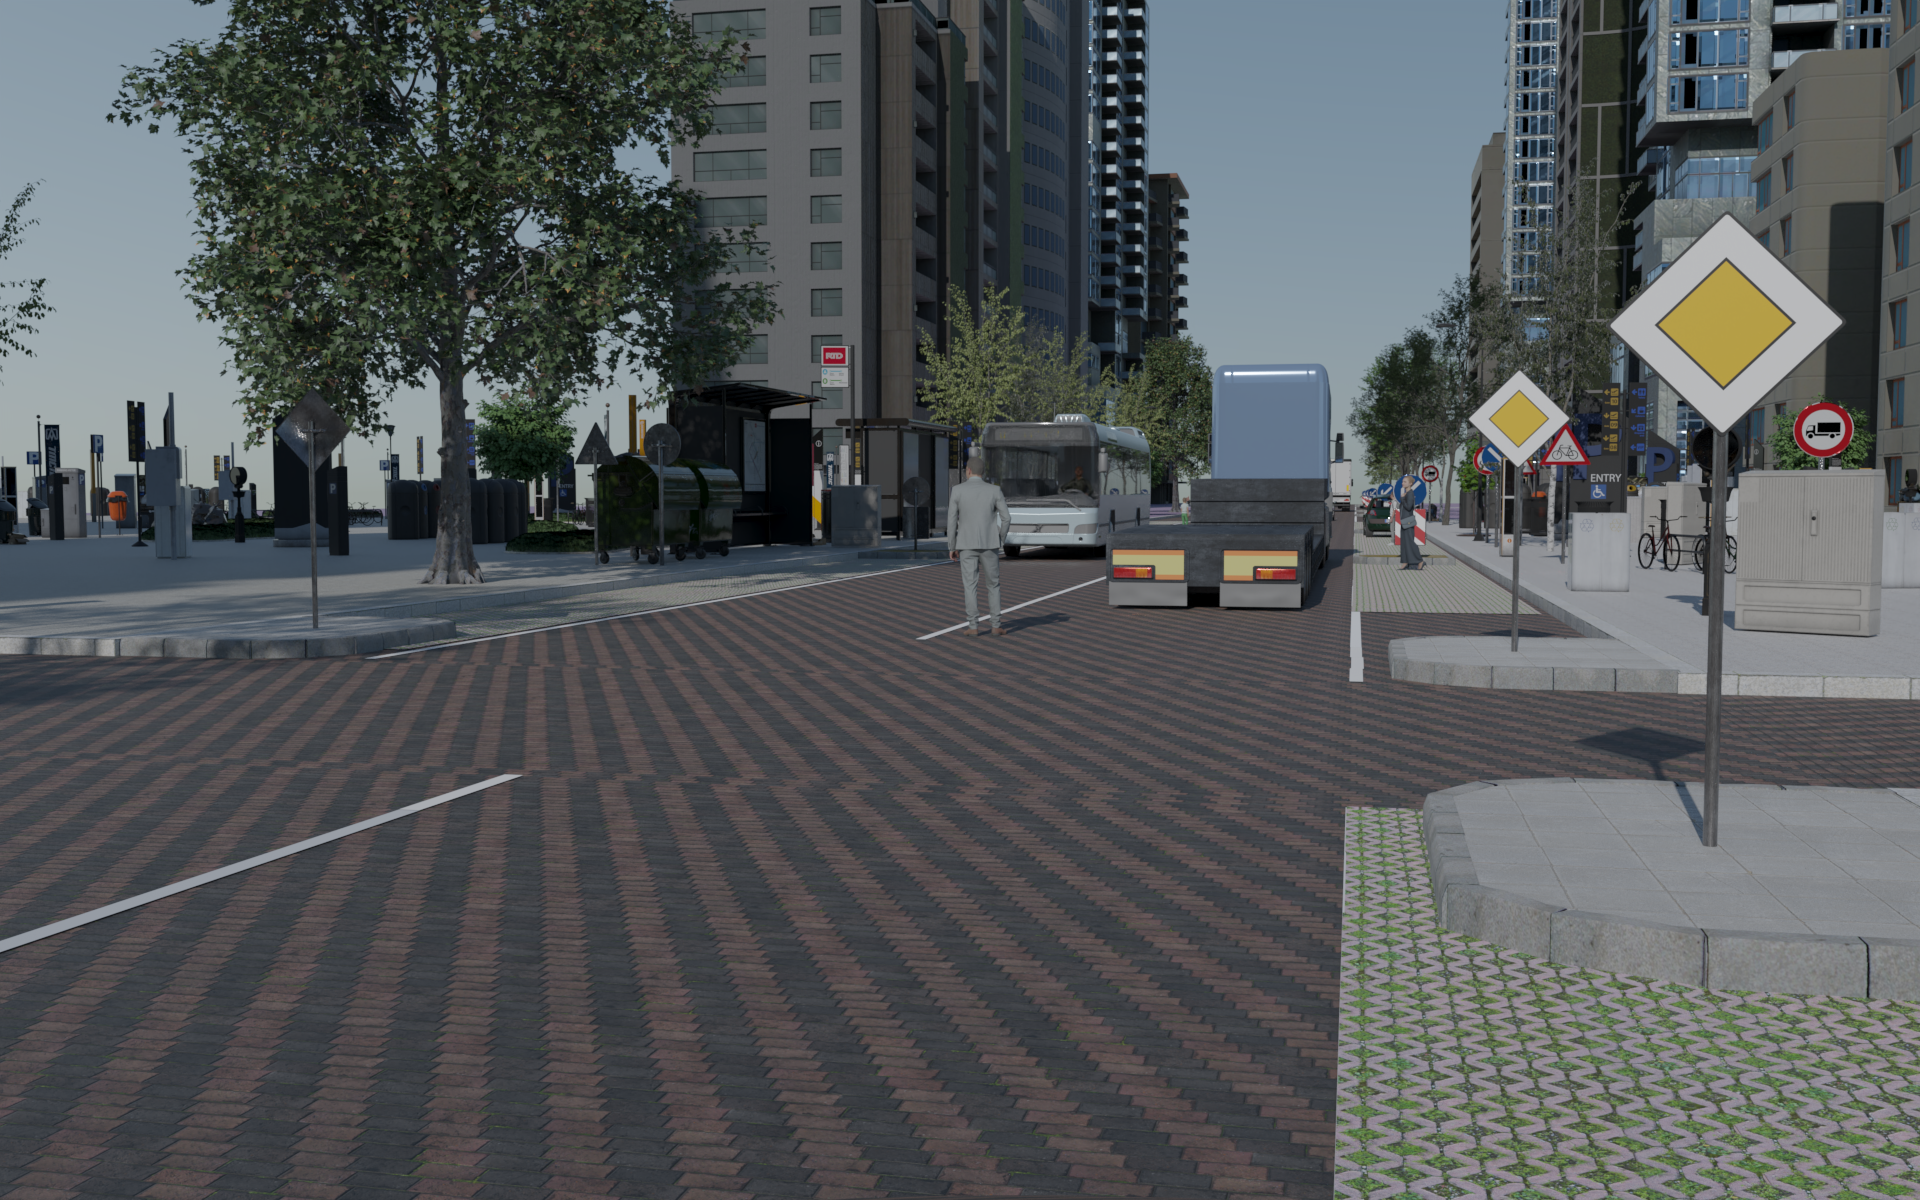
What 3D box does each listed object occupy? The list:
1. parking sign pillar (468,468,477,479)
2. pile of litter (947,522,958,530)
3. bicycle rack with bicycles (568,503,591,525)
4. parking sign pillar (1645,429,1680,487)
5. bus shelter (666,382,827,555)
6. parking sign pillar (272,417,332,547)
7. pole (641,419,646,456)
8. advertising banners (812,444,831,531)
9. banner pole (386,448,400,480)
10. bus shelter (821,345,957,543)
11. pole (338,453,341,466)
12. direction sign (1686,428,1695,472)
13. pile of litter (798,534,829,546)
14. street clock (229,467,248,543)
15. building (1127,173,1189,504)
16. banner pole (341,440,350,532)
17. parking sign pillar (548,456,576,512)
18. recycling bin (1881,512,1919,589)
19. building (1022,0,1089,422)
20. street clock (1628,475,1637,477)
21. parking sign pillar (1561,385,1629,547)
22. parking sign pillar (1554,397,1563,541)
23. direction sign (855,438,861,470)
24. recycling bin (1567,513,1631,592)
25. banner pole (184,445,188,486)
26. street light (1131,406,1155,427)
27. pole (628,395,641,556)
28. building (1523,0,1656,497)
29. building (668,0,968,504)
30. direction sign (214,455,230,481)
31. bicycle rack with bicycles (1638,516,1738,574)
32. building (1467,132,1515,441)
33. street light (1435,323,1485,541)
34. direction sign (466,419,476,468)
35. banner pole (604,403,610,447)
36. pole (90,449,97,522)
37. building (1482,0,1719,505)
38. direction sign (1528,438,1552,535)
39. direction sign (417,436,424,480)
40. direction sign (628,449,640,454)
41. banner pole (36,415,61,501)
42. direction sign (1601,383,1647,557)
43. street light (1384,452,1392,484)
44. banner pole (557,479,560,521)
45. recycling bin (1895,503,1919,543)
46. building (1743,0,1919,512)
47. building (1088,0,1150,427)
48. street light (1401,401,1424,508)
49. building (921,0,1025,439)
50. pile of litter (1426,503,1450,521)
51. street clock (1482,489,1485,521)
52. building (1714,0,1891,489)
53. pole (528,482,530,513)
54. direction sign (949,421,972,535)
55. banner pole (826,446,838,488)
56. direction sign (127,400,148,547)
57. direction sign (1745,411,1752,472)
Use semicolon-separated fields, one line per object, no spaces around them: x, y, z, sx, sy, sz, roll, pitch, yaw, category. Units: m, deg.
-25.074;-6.052;87.419;1.447;3.967;1.447;0;4;-7;parking sign pillar
-0.748;-2.949;62.184;1.719;0.858;1.176;-1;4;-9;pile of litter
-15.142;-3.559;71.572;2.852;0.926;2.925;1;4;22;bicycle rack with bicycles
29.027;-5.084;71.596;1.447;3.967;1.447;3;5;42;parking sign pillar
-4.773;-2.958;39.644;1.731;3.624;6.357;1;4;13;bus shelter
-16.005;-3.285;42.179;1.447;3.967;1.447;-1;4;-10;parking sign pillar
-8.665;-3.276;47.402;0.158;3.312;0.155;0;3;0;pole
-4.516;-3.868;59.437;2.074;3.025;0.090;1;4;15;advertising banners
-31.090;-6.414;94.893;0.863;3.779;0.401;0;4;-3;banner pole
-2.109;-4.377;49.200;2.179;5.291;8.768;1;4;13;bus shelter
-30.921;-5.669;86.524;0.158;3.312;0.155;0;3;0;pole
25.137;-4.138;59.660;0.379;3.537;0.876;0;4;7;direction sign
-3.912;-1.830;43.889;1.176;0.858;1.719;0;4;5;pile of litter
-19.014;-2.514;45.682;0.471;2.002;0.358;2;4;33;street clock
18.839;-35.342;232.459;22.147;44.769;28.867;1;4;13;building
-21.024;-4.224;59.074;0.401;3.779;0.863;-1;4;-12;banner pole
-19.485;-5.889;84.764;1.447;3.967;1.447;-2;4;-27;parking sign pillar
12.751;-0.690;23.830;0.722;1.027;0.722;0;4;-6;recycling bin
-2.353;-36.370;136.656;21.231;58.520;28.212;1;4;13;building
26.197;-3.850;67.517;0.358;2.002;0.471;-2;4;-29;street clock
15.415;-3.260;41.771;1.447;3.967;1.447;1;4;22;parking sign pillar
17.076;-3.633;47.874;1.447;3.967;1.447;2;4;30;parking sign pillar
-3.137;-3.933;56.309;0.876;3.537;0.379;2;4;26;direction sign
8.500;-0.642;23.055;0.722;1.027;0.722;1;4;15;recycling bin
-39.815;-6.061;89.117;0.401;3.779;0.863;-2;4;-30;banner pole
9.637;-7.302;91.934;1.470;5.913;1.316;1;4;13;street light
-6.724;-2.558;35.661;0.158;3.312;0.155;0;3;0;pole
55.944;-42.575;134.345;20.563;71.187;20.611;1;4;13;building
-7.885;-20.180;101.644;14.160;30.474;14.107;1;4;13;building
-43.028;-6.670;101.043;0.876;3.537;0.379;-1;4;-20;direction sign
12.668;-0.913;28.305;2.852;0.926;2.925;0;4;4;bicycle rack with bicycles
78.259;-36.862;226.401;21.300;48.544;21.600;1;4;13;building
13.617;-4.563;47.140;1.470;5.913;1.316;1;4;13;street light
-15.055;-3.687;52.274;0.876;3.537;0.379;0;4;-5;direction sign
-9.749;-3.537;47.847;0.401;3.779;0.863;-1;4;-21;banner pole
-39.595;-5.215;79.110;0.158;3.312;0.155;0;3;0;pole
71.789;-54.248;199.621;22.319;86.520;31.000;1;4;13;building
18.030;-3.804;54.188;0.876;3.537;0.379;1;4;13;direction sign
-21.108;-4.635;67.774;0.379;3.537;0.876;-2;4;-31;direction sign
-16.209;-5.795;86.752;0.876;3.537;0.379;-3;4;-38;direction sign
-28.806;-3.956;54.700;0.863;3.779;0.401;0;4;-5;banner pole
13.498;-2.646;35.259;0.876;3.537;0.379;0;4;4;direction sign
30.817;-9.169;122.448;1.470;5.913;1.316;1;4;13;street light
-17.586;-5.246;75.796;0.401;3.779;0.863;0;4;-5;banner pole
26.532;-2.165;47.954;0.722;1.027;0.722;0;4;-6;recycling bin
45.184;-13.125;59.635;27.650;21.520;28.899;1;4;13;building
11.386;-54.389;201.936;22.319;86.520;31.000;1;4;13;building
22.476;-6.947;86.126;1.470;5.913;1.316;1;4;13;street light
-3.886;-26.413;115.444;14.154;41.232;14.086;1;4;13;building
22.692;-4.176;82.237;1.719;0.858;1.176;-2;4;-31;pile of litter
25.019;-4.799;83.027;0.471;2.002;0.358;-1;4;-10;street clock
51.496;-48.632;107.809;22.319;86.520;31.000;1;4;13;building
-23.069;-6.029;92.419;0.158;3.312;0.155;0;3;0;pole
0.012;-3.793;54.016;0.876;3.537;0.379;-3;4;-36;direction sign
-6.594;-6.107;89.862;0.863;3.779;0.401;2;4;29;banner pole
-20.061;-3.074;42.262;0.379;3.537;0.876;0;4;0;direction sign
17.419;-2.833;38.321;0.379;3.537;0.876;1;4;18;direction sign
